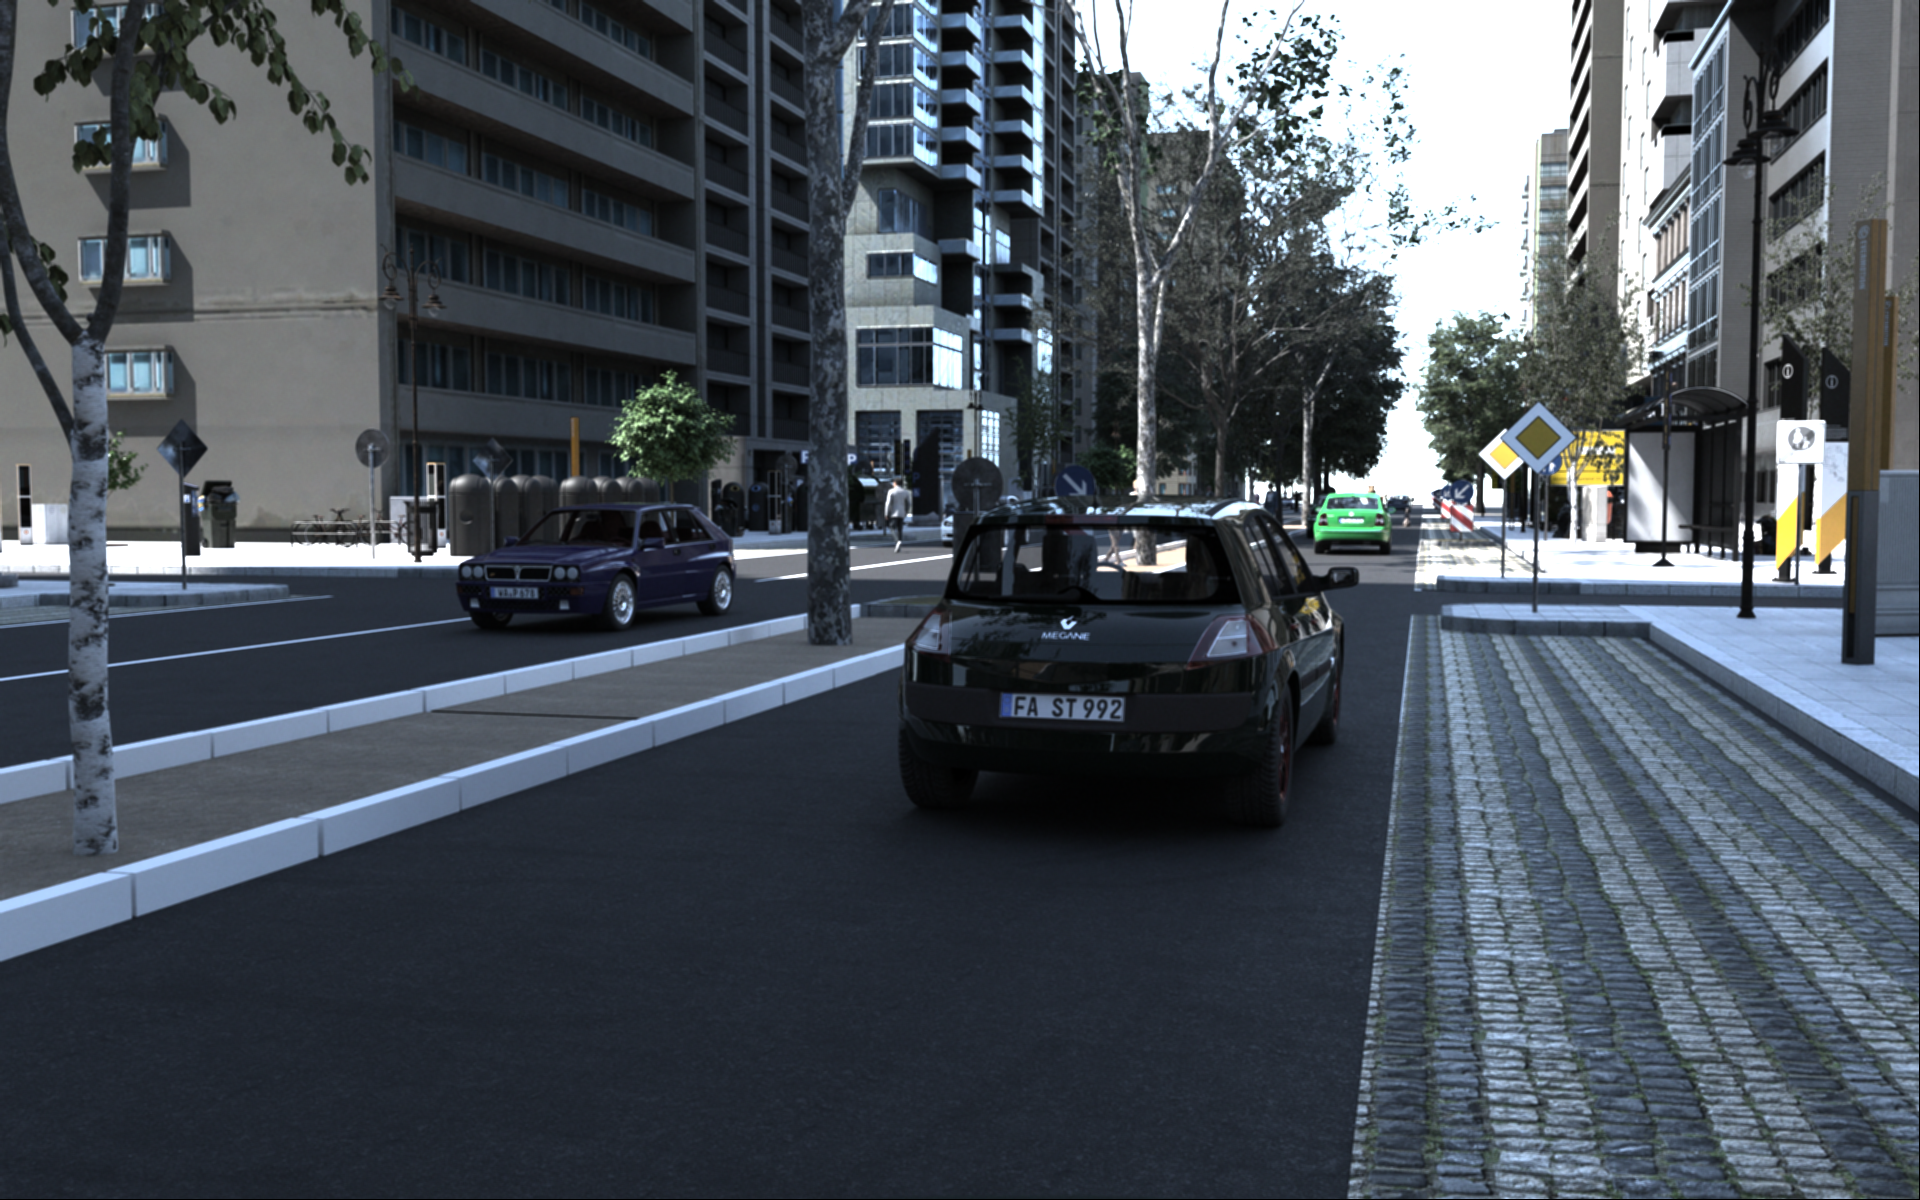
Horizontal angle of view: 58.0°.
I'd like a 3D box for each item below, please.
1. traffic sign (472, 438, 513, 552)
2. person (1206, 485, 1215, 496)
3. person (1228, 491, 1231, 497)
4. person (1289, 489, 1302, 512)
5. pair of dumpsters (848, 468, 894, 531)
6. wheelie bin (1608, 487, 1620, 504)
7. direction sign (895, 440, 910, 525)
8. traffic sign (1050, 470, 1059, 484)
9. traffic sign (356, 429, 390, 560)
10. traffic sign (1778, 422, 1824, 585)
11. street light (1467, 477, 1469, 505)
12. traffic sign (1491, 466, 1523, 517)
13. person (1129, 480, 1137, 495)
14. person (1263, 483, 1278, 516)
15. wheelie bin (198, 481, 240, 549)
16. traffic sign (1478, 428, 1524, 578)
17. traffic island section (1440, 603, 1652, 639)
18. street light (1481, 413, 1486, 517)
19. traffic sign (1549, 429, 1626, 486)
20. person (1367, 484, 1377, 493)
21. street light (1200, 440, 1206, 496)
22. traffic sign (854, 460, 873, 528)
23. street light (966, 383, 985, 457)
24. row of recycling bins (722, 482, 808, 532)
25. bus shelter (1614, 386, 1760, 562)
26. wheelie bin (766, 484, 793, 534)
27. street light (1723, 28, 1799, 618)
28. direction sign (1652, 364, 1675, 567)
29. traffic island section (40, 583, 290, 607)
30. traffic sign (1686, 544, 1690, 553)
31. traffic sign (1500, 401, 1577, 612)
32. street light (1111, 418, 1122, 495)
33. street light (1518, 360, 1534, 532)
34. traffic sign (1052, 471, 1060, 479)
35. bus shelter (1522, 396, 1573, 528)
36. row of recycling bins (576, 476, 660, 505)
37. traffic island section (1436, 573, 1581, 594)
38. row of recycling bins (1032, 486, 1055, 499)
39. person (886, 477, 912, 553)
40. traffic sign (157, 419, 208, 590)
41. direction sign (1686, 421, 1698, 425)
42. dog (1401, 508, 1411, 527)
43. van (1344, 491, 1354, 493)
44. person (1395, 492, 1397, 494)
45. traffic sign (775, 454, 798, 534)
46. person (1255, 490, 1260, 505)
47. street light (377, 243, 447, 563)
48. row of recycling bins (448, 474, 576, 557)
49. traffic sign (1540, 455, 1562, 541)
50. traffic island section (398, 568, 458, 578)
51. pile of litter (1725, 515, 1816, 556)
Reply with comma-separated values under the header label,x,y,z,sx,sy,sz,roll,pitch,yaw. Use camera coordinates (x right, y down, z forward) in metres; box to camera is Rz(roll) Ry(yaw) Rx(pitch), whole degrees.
label,x,y,z,sx,sy,sz,roll,pitch,yaw
traffic sign,-8.346,-1.668,30.920,0.795,2.450,0.064,1,4,15
person,9.735,-3.609,67.906,0.834,1.777,0.661,-2,4,-31
person,23.046,-8.512,148.476,0.445,1.727,0.742,0,4,-4
person,26.839,-7.922,138.168,1.348,1.807,0.705,-2,4,-34
pair of dumpsters,-3.481,-3.649,62.151,1.574,2.255,4.437,1,4,15
wheelie bin,31.124,-4.586,82.884,0.693,1.594,0.980,-1,4,-17
direction sign,-2.402,-4.908,72.242,0.876,3.537,0.379,3,5,42
traffic sign,5.298,-5.771,94.352,0.884,2.594,0.081,1,4,18
traffic sign,-11.463,-2.059,33.777,0.768,2.556,0.104,1,4,17
traffic sign,11.796,-1.359,24.345,0.606,2.300,0.079,1,4,20
street light,38.670,-9.716,131.639,0.468,5.910,1.993,1,4,15
traffic sign,30.297,-6.182,94.942,2.265,3.308,0.079,1,4,18
person,4.460,-2.108,43.314,0.624,1.780,0.694,-3,4,-38
person,11.017,-3.224,61.239,0.654,1.822,0.581,-3,5,-41
wheelie bin,-17.467,-2.018,40.904,0.693,1.594,0.980,3,5,41
traffic sign,8.305,-1.395,26.447,0.795,2.450,0.064,1,4,15
traffic island section,6.260,0.213,18.804,2.009,0.180,2.903,1,4,15
street light,29.672,-7.666,98.132,0.468,5.910,1.993,1,4,15
traffic sign,19.865,-3.732,54.897,2.265,3.308,0.079,1,4,22
person,16.991,-3.859,71.565,0.573,1.828,0.580,-2,4,-32
street light,20.413,-10.568,145.568,0.468,5.910,1.993,1,4,15
traffic sign,-3.665,-4.006,65.605,0.768,2.556,0.104,1,4,19
street light,0.654,-6.077,72.139,0.468,5.910,1.993,1,4,15
row of recycling bins,-6.551,-3.223,59.814,3.534,1.692,1.069,1,4,14
bus shelter,14.591,-2.521,35.139,2.014,3.302,5.546,1,4,15
wheelie bin,-5.828,-2.956,56.242,0.980,1.594,0.693,1,4,17
street light,8.166,-2.753,17.806,0.468,5.910,1.993,1,4,15
direction sign,12.440,-2.356,30.518,0.379,3.537,0.876,2,4,28
traffic island section,-10.441,-0.061,23.275,2.009,0.180,2.903,1,4,15
traffic sign,15.970,-2.311,37.898,0.768,2.556,0.104,1,4,21
traffic sign,6.235,-0.923,18.734,0.795,2.450,0.064,1,4,15
street light,9.527,-8.122,105.578,0.468,5.910,1.993,1,4,15
street light,18.944,-5.218,58.100,0.468,5.910,1.993,1,4,15
traffic sign,5.509,-5.916,96.829,0.768,2.556,0.104,1,4,17
bus shelter,23.252,-5.557,68.482,2.179,5.291,8.768,1,4,15
row of recycling bins,-8.118,-2.047,40.579,1.069,1.692,3.534,1,4,21
traffic island section,8.330,-0.259,26.517,2.009,0.180,2.903,1,4,15
row of recycling bins,4.559,-5.126,90.918,1.069,1.692,3.534,-1,4,-13
person,-1.497,-2.097,42.627,0.661,1.843,0.795,-1,4,-23
traffic sign,-10.417,-1.197,23.207,0.795,2.450,0.064,1,4,15
direction sign,22.140,-3.691,52.353,0.379,3.537,0.876,0,4,-3
dog,19.591,-3.636,76.291,0.800,0.831,0.513,-3,4,-36
van,48.953,-12.896,217.867,2.013,2.044,4.112,1,4,13
person,55.614,-12.977,221.386,1.217,1.736,0.721,-3,5,-40
traffic sign,-5.591,-3.398,55.658,0.768,2.556,0.104,1,4,17
person,19.112,-6.253,111.648,0.530,1.710,0.541,-2,4,-30
street light,-10.120,-3.631,32.159,0.468,5.910,1.993,1,4,15
row of recycling bins,-9.637,-1.826,36.971,1.069,1.692,3.534,1,4,18
traffic sign,16.010,-2.885,47.272,0.768,2.556,0.104,1,4,16
traffic island section,-8.371,-0.533,30.988,2.009,0.180,2.903,1,4,15
pile of litter,17.146,-1.384,36.598,1.176,0.858,1.719,-3,5,-40
